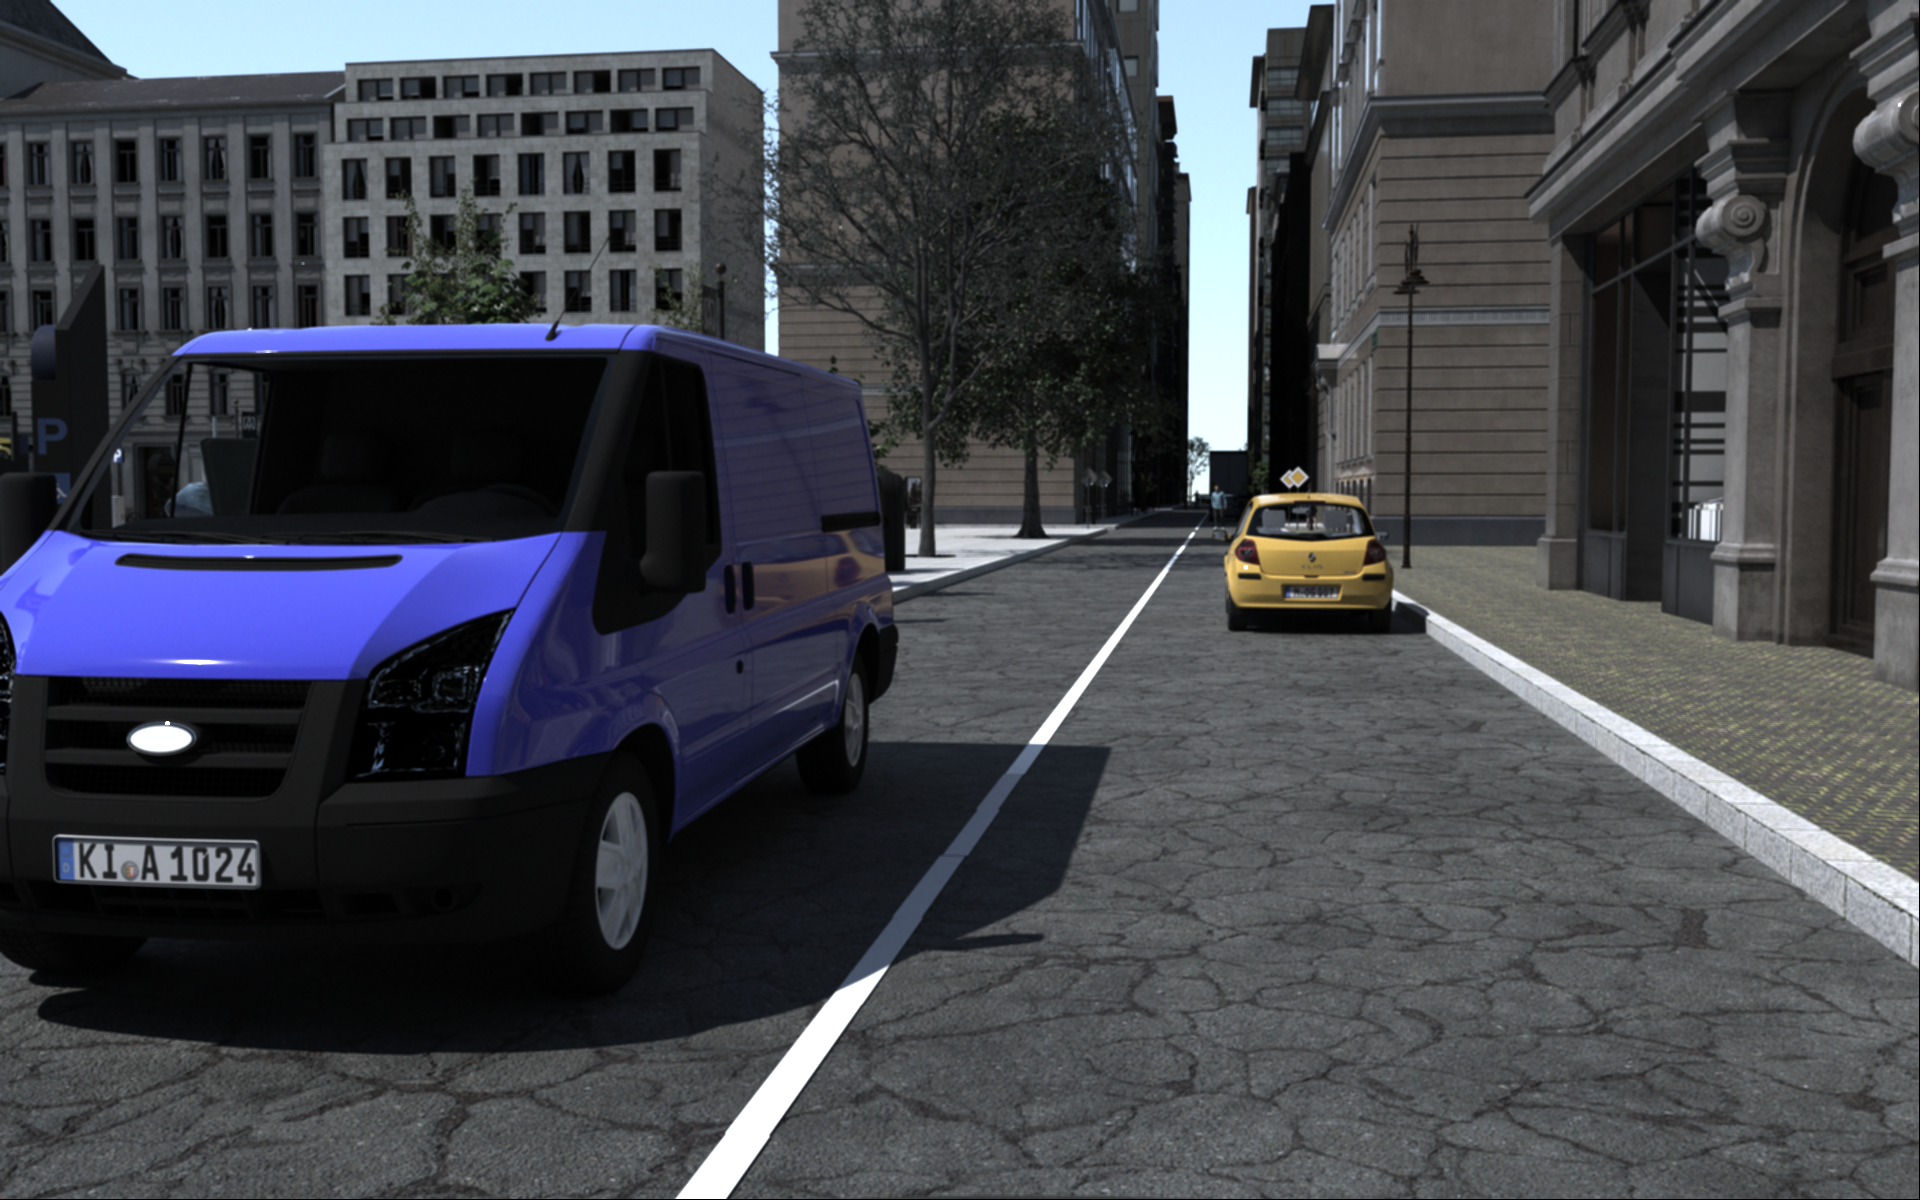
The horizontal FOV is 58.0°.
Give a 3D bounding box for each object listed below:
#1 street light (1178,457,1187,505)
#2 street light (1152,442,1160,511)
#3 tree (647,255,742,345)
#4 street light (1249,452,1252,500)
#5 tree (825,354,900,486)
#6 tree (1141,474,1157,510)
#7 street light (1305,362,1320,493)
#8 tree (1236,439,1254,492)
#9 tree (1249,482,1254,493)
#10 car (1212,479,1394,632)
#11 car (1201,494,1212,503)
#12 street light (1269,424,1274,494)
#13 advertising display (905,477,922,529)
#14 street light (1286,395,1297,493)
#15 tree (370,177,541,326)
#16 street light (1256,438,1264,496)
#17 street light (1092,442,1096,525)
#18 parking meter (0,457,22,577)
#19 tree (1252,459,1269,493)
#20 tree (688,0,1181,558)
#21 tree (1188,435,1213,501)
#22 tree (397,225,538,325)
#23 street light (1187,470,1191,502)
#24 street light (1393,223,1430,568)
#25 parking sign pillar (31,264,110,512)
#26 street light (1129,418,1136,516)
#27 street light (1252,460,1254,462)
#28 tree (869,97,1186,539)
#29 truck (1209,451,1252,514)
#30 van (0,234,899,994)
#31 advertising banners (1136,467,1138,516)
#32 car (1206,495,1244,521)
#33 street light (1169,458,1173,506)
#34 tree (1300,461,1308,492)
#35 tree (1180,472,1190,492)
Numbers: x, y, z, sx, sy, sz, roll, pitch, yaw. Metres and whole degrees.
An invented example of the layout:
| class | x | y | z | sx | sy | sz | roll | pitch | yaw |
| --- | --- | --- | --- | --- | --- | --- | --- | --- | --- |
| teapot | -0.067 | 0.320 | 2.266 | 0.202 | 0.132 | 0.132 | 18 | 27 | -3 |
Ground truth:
| class | x | y | z | sx | sy | sz | roll | pitch | yaw |
| --- | --- | --- | --- | --- | --- | --- | --- | --- | --- |
| street light | 29.476 | -15.703 | 229.537 | 0.468 | 5.910 | 1.993 | 1 | 4 | 9 |
| street light | 15.058 | -9.897 | 134.600 | 0.468 | 5.910 | 1.993 | 1 | 4 | 9 |
| tree | -8.635 | -6.324 | 53.752 | 4.737 | 8.622 | 4.395 | 0 | 3 | 0 |
| street light | 31.679 | -13.190 | 188.439 | 0.468 | 5.910 | 1.993 | 1 | 4 | 9 |
| tree | -1.655 | -1.795 | 23.949 | 1.663 | 3.219 | 1.824 | 0 | 3 | 0 |
| tree | 15.566 | -9.109 | 143.539 | 1.663 | 3.219 | 1.824 | 0 | 3 | 0 |
| street light | 12.393 | -5.389 | 60.901 | 0.468 | 5.910 | 1.993 | 1 | 4 | 9 |
| tree | 39.043 | -17.299 | 233.204 | 4.737 | 8.622 | 4.395 | 0 | 3 | 0 |
| tree | 38.966 | -14.293 | 228.284 | 1.663 | 3.219 | 1.824 | 0 | 3 | 0 |
| car | 3.846 | -0.566 | 19.482 | 2.015 | 1.641 | 3.980 | 1 | 4 | 8 |
| car | 37.715 | -15.465 | 264.653 | 2.131 | 1.459 | 4.920 | 0 | 4 | 7 |
| street light | 20.254 | -8.531 | 112.275 | 0.468 | 5.910 | 1.993 | 1 | 4 | 9 |
| advertising display | -1.727 | -3.598 | 64.041 | 0.123 | 1.923 | 0.974 | 2 | 4 | 32 |
| street light | 15.450 | -6.613 | 80.910 | 0.468 | 5.910 | 1.993 | 1 | 4 | 9 |
| tree | -12.024 | -5.535 | 40.864 | 4.737 | 8.622 | 4.395 | 0 | 3 | 0 |
| street light | 24.961 | -10.443 | 143.533 | 0.468 | 5.910 | 1.993 | 1 | 4 | 9 |
| street light | 5.589 | -6.079 | 72.174 | 0.468 | 5.910 | 1.993 | 1 | 4 | 9 |
| parking meter | -14.836 | -1.303 | 27.012 | 0.255 | 1.863 | 0.399 | 2 | 4 | 32 |
| tree | 26.362 | -9.970 | 146.727 | 4.285 | 4.588 | 4.351 | 0 | 3 | 0 |
| tree | -0.523 | -7.610 | 34.790 | 12.009 | 13.543 | 11.850 | 0 | 3 | 0 |
| tree | 40.511 | -23.082 | 303.138 | 9.928 | 11.665 | 9.643 | 0 | 3 | 0 |
| tree | -3.323 | -1.094 | 12.494 | 1.663 | 3.219 | 1.824 | 0 | 3 | 0 |
| street light | 34.096 | -17.605 | 260.635 | 0.468 | 5.910 | 1.993 | 1 | 4 | 9 |
| street light | 7.730 | -3.488 | 29.810 | 0.468 | 5.910 | 1.993 | 1 | 4 | 9 |
| parking sign pillar | -10.141 | -1.915 | 19.782 | 1.447 | 3.967 | 1.447 | -1 | 4 | -9 |
| street light | 10.271 | -7.980 | 103.262 | 0.468 | 5.910 | 1.993 | 1 | 4 | 9 |
| street light | 27.014 | -11.274 | 157.123 | 0.468 | 5.910 | 1.993 | 1 | 4 | 9 |
| tree | 1.972 | -8.126 | 49.860 | 9.611 | 12.733 | 9.660 | 0 | 3 | 0 |
| truck | 18.266 | -7.845 | 117.171 | 2.839 | 4.237 | 11.283 | 1 | 4 | 10 |
| van | -1.634 | -0.150 | 6.840 | 2.240 | 2.365 | 5.245 | 0 | 4 | 8 |
| advertising banners | 10.221 | -6.334 | 99.752 | 0.090 | 3.025 | 2.074 | 0 | 4 | 6 |
| car | 14.206 | -4.936 | 92.704 | 2.014 | 1.417 | 4.499 | 0 | 4 | 7 |
| street light | 21.817 | -12.629 | 179.264 | 0.468 | 5.910 | 1.993 | 1 | 4 | 9 |
| tree | 17.709 | -5.656 | 87.074 | 1.663 | 3.219 | 1.824 | 0 | 3 | 0 |
| tree | 27.767 | -14.600 | 222.425 | 4.285 | 4.588 | 4.351 | 0 | 3 | 0 |
